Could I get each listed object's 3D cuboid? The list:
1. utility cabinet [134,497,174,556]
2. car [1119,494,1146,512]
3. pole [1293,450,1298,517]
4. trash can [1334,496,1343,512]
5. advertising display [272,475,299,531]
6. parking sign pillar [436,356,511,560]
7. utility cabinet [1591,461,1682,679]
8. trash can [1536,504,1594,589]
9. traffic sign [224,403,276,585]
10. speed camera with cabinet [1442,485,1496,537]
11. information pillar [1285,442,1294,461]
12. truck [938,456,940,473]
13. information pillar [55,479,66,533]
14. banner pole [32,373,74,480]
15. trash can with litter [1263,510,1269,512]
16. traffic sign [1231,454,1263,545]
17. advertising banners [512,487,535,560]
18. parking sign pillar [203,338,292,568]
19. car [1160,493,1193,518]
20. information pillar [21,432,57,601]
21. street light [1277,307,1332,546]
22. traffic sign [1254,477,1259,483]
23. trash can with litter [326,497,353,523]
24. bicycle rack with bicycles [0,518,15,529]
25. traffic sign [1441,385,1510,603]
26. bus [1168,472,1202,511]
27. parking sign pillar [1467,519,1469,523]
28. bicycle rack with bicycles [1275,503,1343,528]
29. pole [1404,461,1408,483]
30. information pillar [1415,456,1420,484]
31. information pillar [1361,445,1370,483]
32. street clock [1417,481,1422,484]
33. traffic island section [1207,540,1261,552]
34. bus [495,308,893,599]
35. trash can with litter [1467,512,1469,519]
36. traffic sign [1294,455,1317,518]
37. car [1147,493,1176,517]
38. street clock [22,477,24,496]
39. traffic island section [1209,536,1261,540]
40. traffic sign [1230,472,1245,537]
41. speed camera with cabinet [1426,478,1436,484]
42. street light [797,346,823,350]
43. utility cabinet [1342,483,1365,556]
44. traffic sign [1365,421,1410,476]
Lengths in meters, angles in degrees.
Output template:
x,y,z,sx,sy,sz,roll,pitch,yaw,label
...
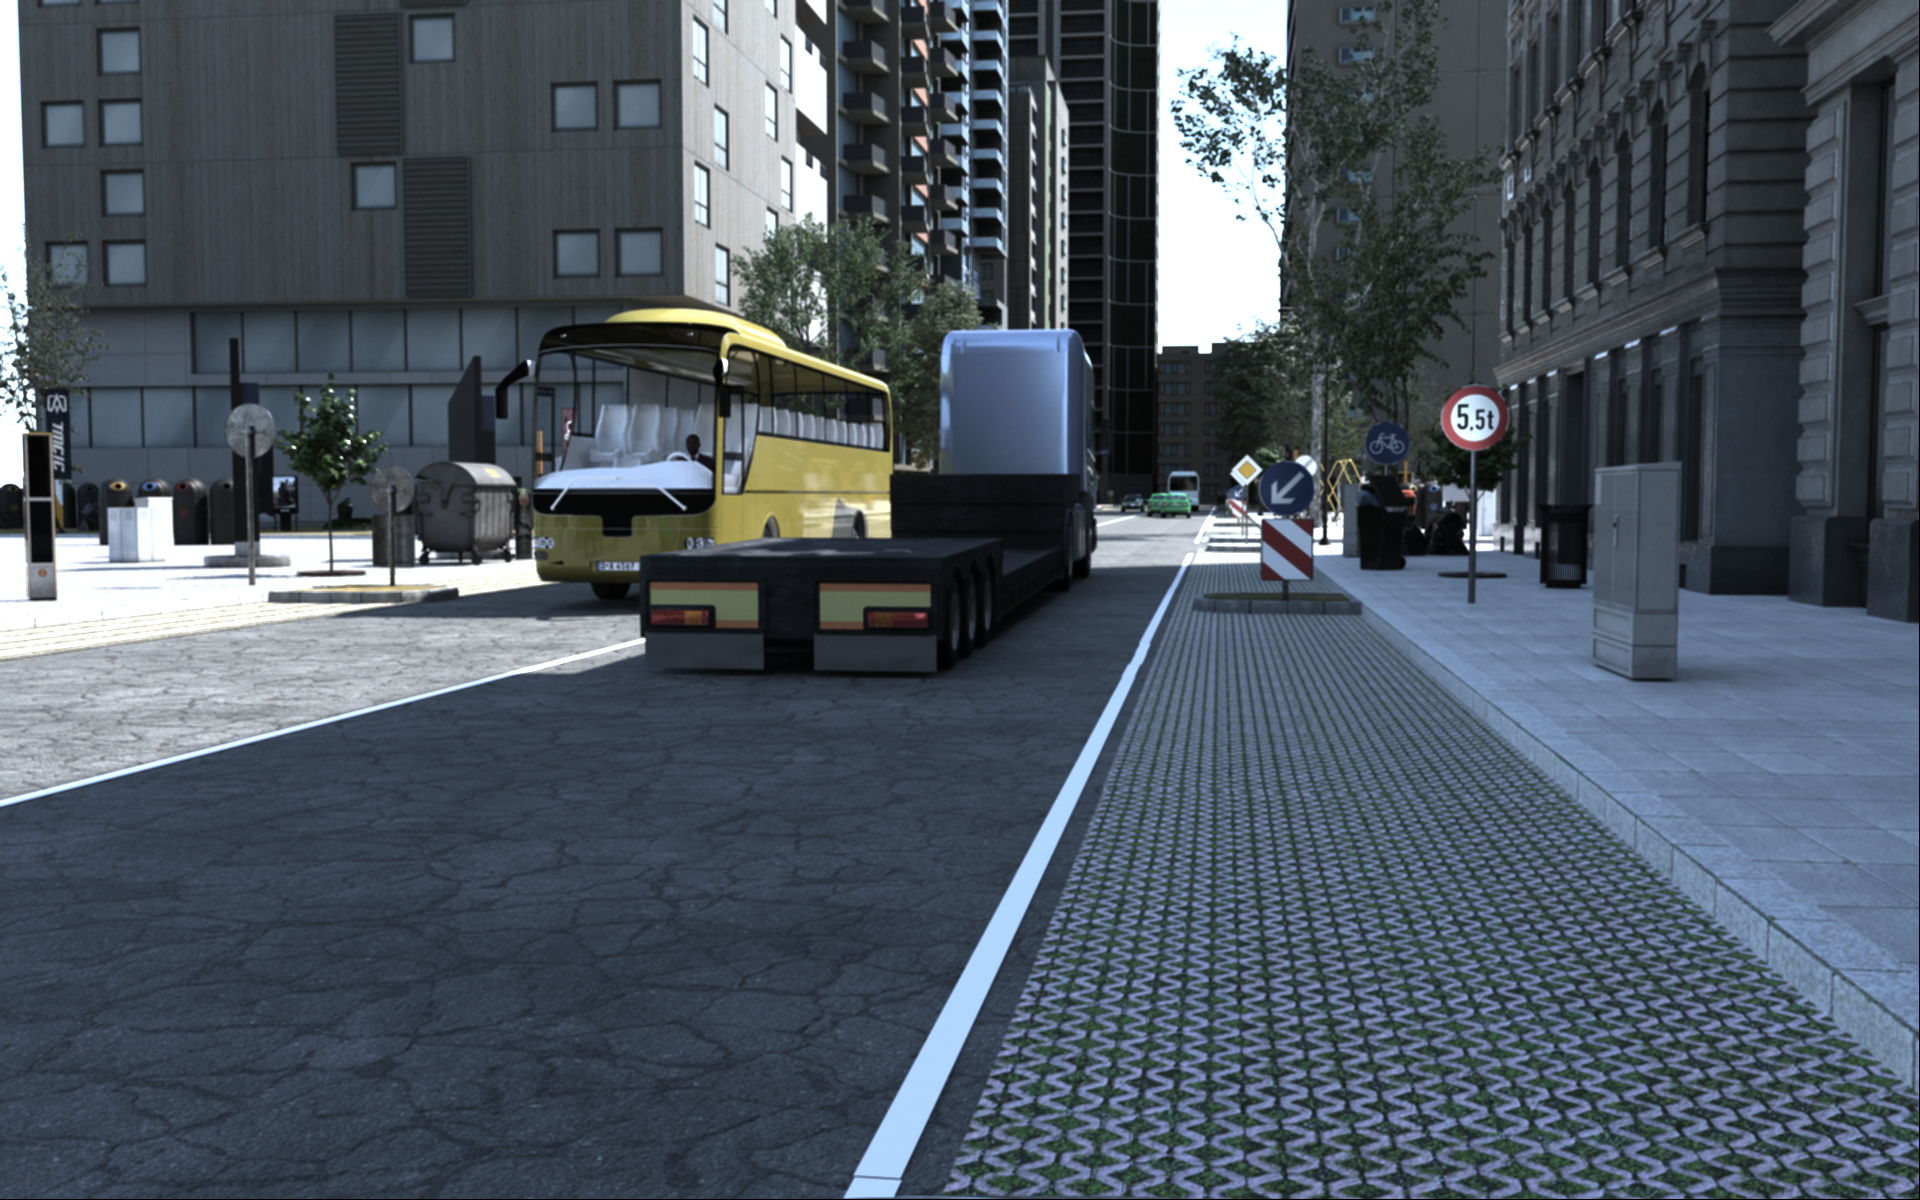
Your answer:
x,y,z,sx,sy,sz,roll,pitch,yaw,label
-16.660,-1.507,35.803,0.306,1.237,1.020,0,4,3,utility cabinet
13.947,-7.819,139.642,2.131,1.459,4.920,0,4,7,car
15.450,-5.259,79.829,0.158,3.312,0.155,0,3,0,pole
27.363,-6.933,125.002,0.748,1.137,0.748,0,3,0,trash can
-23.430,-3.360,60.143,0.974,1.923,0.123,1,4,15,advertising display
-9.699,-2.810,34.412,1.447,3.967,1.447,-3,5,-39,parking sign pillar
4.800,-0.225,12.364,0.318,1.500,1.173,0,4,7,utility cabinet
8.257,-0.735,23.677,0.748,1.137,0.748,0,3,0,trash can
-9.974,-1.481,24.326,0.768,2.556,0.104,1,4,9,traffic sign
15.651,-3.542,52.249,2.038,3.252,0.660,0,4,-1,speed camera with cabinet
14.846,-5.311,78.196,0.183,3.616,0.504,-2,4,-30,information pillar
1.212,-4.501,62.509,2.839,4.237,11.283,0,4,7,truck
-29.530,-3.999,56.740,0.183,3.616,0.504,-3,5,-44,information pillar
-18.980,-2.822,36.155,0.863,3.779,0.401,-3,5,-41,banner pole
22.464,-6.987,125.626,1.055,1.170,0.624,1,4,13,trash can with litter
7.233,-2.449,43.681,0.795,2.450,0.064,1,4,9,traffic sign
-8.244,-2.345,34.535,0.090,3.025,2.074,2,4,25,advertising banners
-12.656,-2.581,30.664,1.447,3.967,1.447,-1,4,-22,parking sign pillar
13.034,-5.849,104.421,1.959,1.807,4.718,0,4,8,car
-11.089,-1.001,20.862,0.304,2.012,0.304,-2,4,-33,information pillar
8.580,-4.320,43.170,1.470,5.913,1.316,1,4,9,street light
19.487,-6.882,112.628,0.768,2.556,0.104,1,4,18,traffic sign
-22.907,-3.205,63.796,1.055,1.170,0.624,-1,4,-23,trash can with litter
-35.981,-2.991,62.285,2.925,0.926,2.852,0,4,-7,bicycle rack with bicycles
6.012,-1.234,20.274,0.768,2.556,0.104,1,4,13,traffic sign
19.229,-9.396,148.492,2.948,3.499,13.247,0,4,8,bus
22.987,-5.354,76.004,1.447,3.967,1.447,-2,4,-30,parking sign pillar
13.528,-3.268,66.810,2.925,0.926,2.852,-1,4,-11,bicycle rack with bicycles
27.321,-6.873,106.217,0.158,3.312,0.155,0,3,0,pole
26.503,-6.666,100.343,0.183,3.616,0.504,-1,4,-10,information pillar
19.224,-5.557,82.210,0.504,3.616,0.183,-2,4,-28,information pillar
25.826,-5.677,97.394,0.358,2.002,0.471,0,4,4,street clock
7.257,-1.313,43.754,2.009,0.180,2.903,1,4,9,traffic island section
-3.339,-2.151,26.717,2.896,3.916,12.252,0,4,8,bus
27.598,-4.841,90.202,2.233,1.210,1.678,1,4,14,trash can with litter
11.238,-3.448,56.473,0.768,2.556,0.104,1,4,13,traffic sign
12.797,-6.174,109.738,1.959,1.807,4.718,0,4,8,car
-39.109,-4.155,72.510,0.358,2.002,0.471,-2,4,-30,street clock
8.447,-1.796,51.650,2.009,0.180,2.903,1,4,9,traffic island section
8.423,-2.932,51.577,0.795,2.450,0.064,1,4,9,traffic sign
34.061,-7.867,122.962,2.038,3.252,0.660,-2,4,-26,speed camera with cabinet
-4.981,-5.006,54.386,1.470,5.913,1.316,1,4,9,street light
8.119,-1.649,35.648,0.318,1.500,1.173,1,4,22,utility cabinet
7.490,-1.854,30.424,0.768,2.556,0.104,1,4,18,traffic sign
